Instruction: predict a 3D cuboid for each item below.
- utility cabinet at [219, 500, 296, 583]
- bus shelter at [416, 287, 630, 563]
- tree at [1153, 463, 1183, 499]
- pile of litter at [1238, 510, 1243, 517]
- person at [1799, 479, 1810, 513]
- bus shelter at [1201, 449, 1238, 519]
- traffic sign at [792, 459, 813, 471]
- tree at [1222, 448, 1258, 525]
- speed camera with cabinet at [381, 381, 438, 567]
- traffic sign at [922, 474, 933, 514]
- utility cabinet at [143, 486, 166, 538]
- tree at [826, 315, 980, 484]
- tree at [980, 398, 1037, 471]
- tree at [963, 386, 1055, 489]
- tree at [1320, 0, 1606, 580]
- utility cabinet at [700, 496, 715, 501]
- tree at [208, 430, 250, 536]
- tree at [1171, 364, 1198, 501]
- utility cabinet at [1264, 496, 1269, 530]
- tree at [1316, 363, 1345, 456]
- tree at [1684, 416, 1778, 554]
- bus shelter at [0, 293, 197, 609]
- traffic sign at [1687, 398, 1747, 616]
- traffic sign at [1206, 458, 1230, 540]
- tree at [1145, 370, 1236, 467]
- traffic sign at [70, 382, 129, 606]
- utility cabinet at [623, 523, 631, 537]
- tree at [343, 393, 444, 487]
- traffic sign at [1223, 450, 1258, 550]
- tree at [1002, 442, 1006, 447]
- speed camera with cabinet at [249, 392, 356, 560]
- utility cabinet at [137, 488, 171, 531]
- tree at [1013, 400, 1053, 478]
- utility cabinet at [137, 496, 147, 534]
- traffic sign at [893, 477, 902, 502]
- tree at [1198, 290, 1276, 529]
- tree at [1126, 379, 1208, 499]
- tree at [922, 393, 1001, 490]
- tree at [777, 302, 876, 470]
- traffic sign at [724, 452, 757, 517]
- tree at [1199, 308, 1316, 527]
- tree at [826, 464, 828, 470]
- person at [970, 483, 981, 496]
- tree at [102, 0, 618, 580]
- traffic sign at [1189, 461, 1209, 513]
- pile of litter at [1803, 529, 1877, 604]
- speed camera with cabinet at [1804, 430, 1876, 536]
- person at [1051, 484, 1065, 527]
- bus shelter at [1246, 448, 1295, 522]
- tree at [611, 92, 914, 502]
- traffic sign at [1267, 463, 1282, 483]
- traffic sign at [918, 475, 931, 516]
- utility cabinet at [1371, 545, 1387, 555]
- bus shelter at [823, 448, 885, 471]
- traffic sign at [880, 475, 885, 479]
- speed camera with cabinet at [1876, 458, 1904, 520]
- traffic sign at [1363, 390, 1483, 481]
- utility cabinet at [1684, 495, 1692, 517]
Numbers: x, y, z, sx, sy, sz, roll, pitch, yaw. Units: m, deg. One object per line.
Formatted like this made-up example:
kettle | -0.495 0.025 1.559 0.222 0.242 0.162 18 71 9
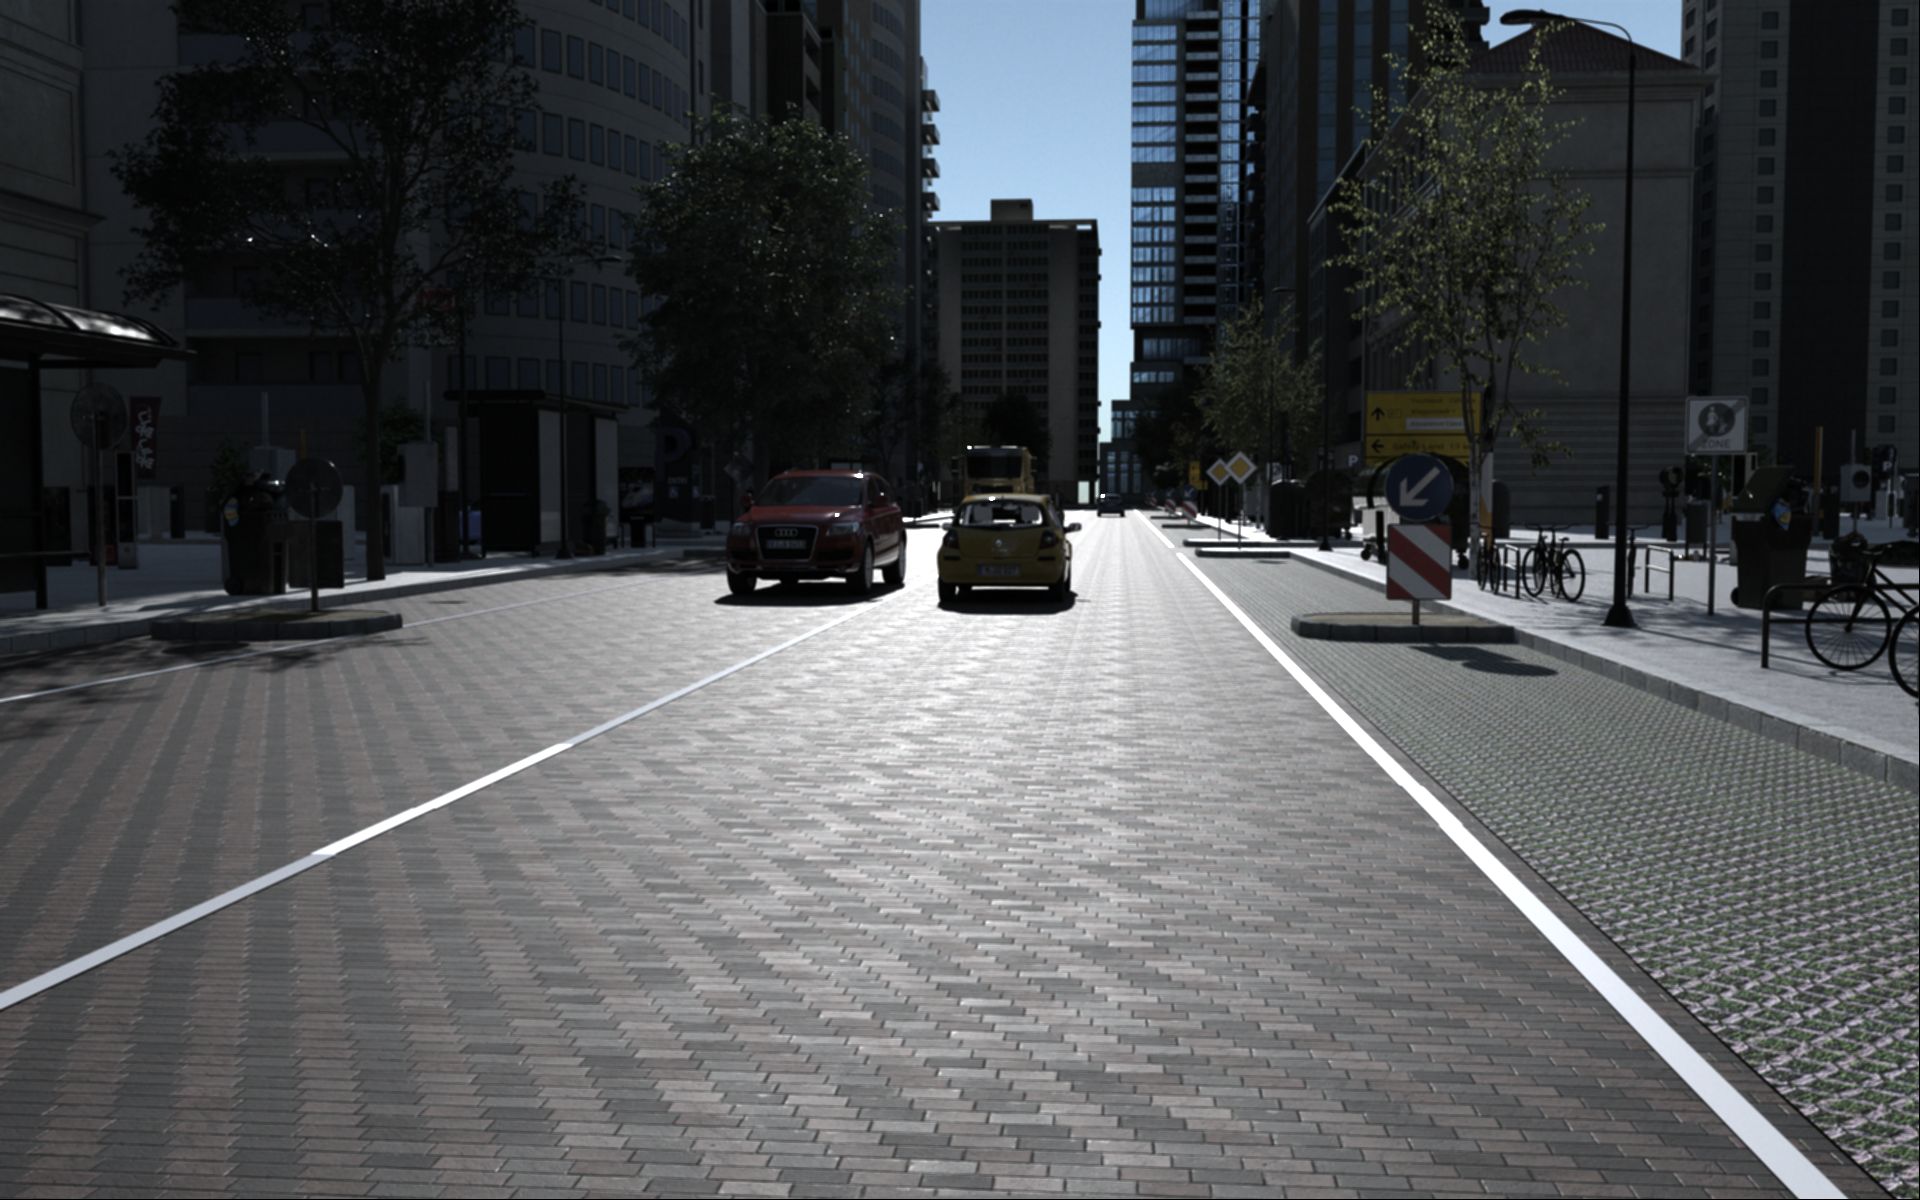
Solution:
utility cabinet | -10.235 -0.863 25.279 0.306 1.237 1.020 3 5 41
bus shelter | -9.197 -3.582 36.193 2.179 5.291 8.768 0 4 5
tree | 20.605 -11.474 171.307 4.285 4.588 4.351 0 3 0
pile of litter | 15.456 -5.125 97.763 1.176 0.858 1.719 -3 5 -40
person | 19.949 -2.042 42.106 0.699 1.804 1.509 -2 4 -32
bus shelter | 13.967 -6.232 93.169 1.731 3.624 6.357 0 4 5
traffic sign | -4.468 -2.771 48.944 0.795 2.450 0.064 0 4 5
tree | 11.916 -4.798 73.052 1.663 3.219 1.824 0 3 0
speed camera with cabinet | -9.834 -2.233 30.854 0.660 3.252 2.038 -2 4 -30
traffic sign | -2.090 -6.605 108.095 0.768 2.556 0.104 1 4 10
utility cabinet | -23.310 -2.535 50.132 0.318 1.500 1.173 -2 4 -30
tree | -3.568 -9.348 87.249 8.767 10.594 7.601 0 3 0
tree | 4.076 -14.278 167.859 7.601 10.594 8.767 2 4 28
tree | 5.407 -16.340 184.174 9.611 12.733 9.660 0 3 0
tree | 7.558 -4.595 25.492 4.360 8.622 3.978 0 3 0
utility cabinet | -10.516 -3.715 71.897 0.306 1.237 1.020 1 4 20
tree | -22.312 -3.561 52.829 1.663 3.219 1.824 0 3 0
tree | 13.232 -8.169 83.920 4.360 8.622 3.978 0 3 0
utility cabinet | 11.415 -3.113 62.058 1.020 1.237 0.306 2 4 31
tree | 19.036 -8.891 95.723 4.737 8.622 4.395 0 3 0
tree | 16.778 -2.610 37.275 1.663 3.219 1.824 0 3 0
bus shelter | -9.785 -1.397 16.771 2.014 3.302 5.546 0 4 5
traffic sign | 7.930 -0.984 18.224 0.606 2.300 0.079 1 4 13
traffic sign | 7.176 -2.704 47.858 0.795 2.450 0.064 0 4 5
tree | 17.316 -12.001 130.622 7.601 10.594 8.767 -2 4 -25
traffic sign | -9.835 -1.204 19.788 0.768 2.556 0.104 1 4 14
utility cabinet | -9.875 -2.509 52.191 0.306 1.237 1.020 0 4 3
tree | -18.220 -4.429 56.132 4.285 4.588 4.351 0 3 0
traffic sign | 6.445 -2.218 39.906 0.795 2.450 0.064 0 4 5
tree | 1.585 -11.822 143.644 4.737 8.622 4.395 0 3 0
speed camera with cabinet | -12.798 -2.407 33.698 2.038 3.252 0.660 1 4 19
utility cabinet | -27.571 -3.079 59.021 1.173 1.500 0.318 -3 5 -45
tree | 6.963 -16.983 195.801 7.486 12.596 7.792 0 3 0
utility cabinet | -26.459 -2.748 56.087 0.306 1.237 1.020 1 4 19
traffic sign | -3.775 -6.261 104.495 0.606 2.300 0.079 1 4 10
tree | 11.185 -6.910 63.344 4.360 8.622 3.978 0 3 0
tree | 23.360 -17.582 194.123 9.857 13.997 8.962 0 3 0
tree | -0.511 -10.578 123.304 4.737 8.622 4.395 0 3 0
tree | -5.424 -6.979 64.462 4.737 8.622 4.395 0 3 0
traffic sign | -5.198 -2.284 40.992 0.795 2.450 0.064 0 4 5
tree | 11.279 -7.196 68.016 4.737 8.622 4.395 0 3 0
tree | -6.933 -6.168 95.442 1.663 3.219 1.824 0 3 0
person | 0.462 -2.970 57.323 0.793 1.790 0.793 3 4 39
tree | -8.888 -5.558 25.289 8.767 10.594 7.601 1 4 21
traffic sign | 15.137 -6.854 105.935 2.265 3.308 0.079 1 4 14
pile of litter | 10.522 -0.434 21.062 1.719 0.858 1.176 -3 4 -37
speed camera with cabinet | 26.765 -3.589 53.009 2.038 3.252 0.660 0 4 -6
person | 4.065 -3.840 71.262 0.794 1.824 0.713 3 5 42
bus shelter | 13.810 -5.149 78.107 2.014 3.302 5.546 0 4 5
tree | -6.386 -9.154 56.317 9.857 13.997 8.962 0 3 0
traffic sign | 10.305 -3.327 56.523 0.606 2.300 0.079 1 4 9
traffic sign | -2.088 -6.191 102.404 0.795 2.450 0.064 0 4 8
utility cabinet | 8.861 -1.692 36.338 0.318 1.500 1.173 1 4 23
bus shelter | -4.706 -5.090 77.144 2.014 3.302 5.546 0 4 5
traffic sign | -4.288 -5.695 95.236 0.606 2.300 0.079 0 4 6
speed camera with cabinet | 47.172 -5.710 87.690 2.038 3.252 0.660 -2 4 -35
traffic sign | 9.075 -2.456 34.026 2.265 3.308 0.079 1 4 9
utility cabinet | 40.629 -5.217 96.455 0.306 1.237 1.020 3 5 40
